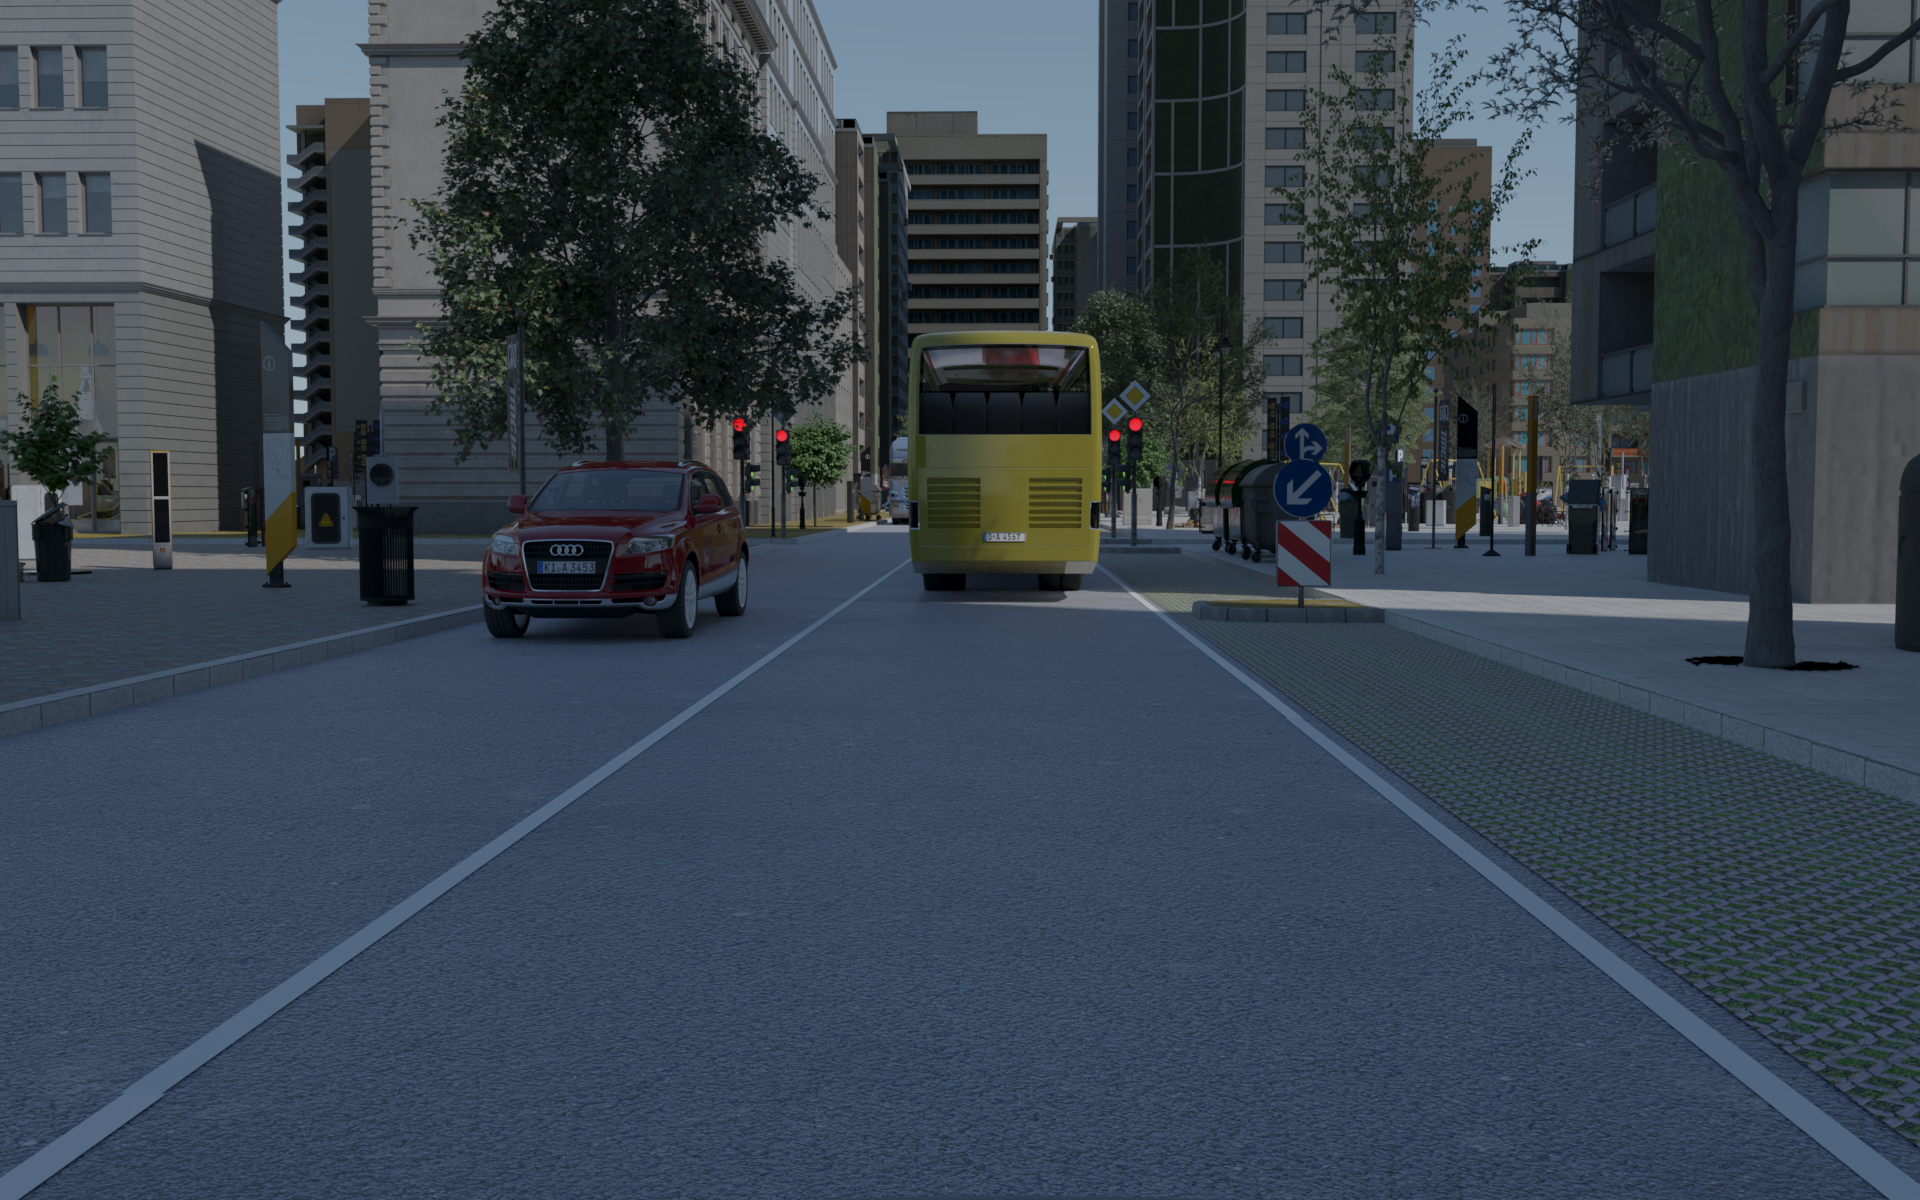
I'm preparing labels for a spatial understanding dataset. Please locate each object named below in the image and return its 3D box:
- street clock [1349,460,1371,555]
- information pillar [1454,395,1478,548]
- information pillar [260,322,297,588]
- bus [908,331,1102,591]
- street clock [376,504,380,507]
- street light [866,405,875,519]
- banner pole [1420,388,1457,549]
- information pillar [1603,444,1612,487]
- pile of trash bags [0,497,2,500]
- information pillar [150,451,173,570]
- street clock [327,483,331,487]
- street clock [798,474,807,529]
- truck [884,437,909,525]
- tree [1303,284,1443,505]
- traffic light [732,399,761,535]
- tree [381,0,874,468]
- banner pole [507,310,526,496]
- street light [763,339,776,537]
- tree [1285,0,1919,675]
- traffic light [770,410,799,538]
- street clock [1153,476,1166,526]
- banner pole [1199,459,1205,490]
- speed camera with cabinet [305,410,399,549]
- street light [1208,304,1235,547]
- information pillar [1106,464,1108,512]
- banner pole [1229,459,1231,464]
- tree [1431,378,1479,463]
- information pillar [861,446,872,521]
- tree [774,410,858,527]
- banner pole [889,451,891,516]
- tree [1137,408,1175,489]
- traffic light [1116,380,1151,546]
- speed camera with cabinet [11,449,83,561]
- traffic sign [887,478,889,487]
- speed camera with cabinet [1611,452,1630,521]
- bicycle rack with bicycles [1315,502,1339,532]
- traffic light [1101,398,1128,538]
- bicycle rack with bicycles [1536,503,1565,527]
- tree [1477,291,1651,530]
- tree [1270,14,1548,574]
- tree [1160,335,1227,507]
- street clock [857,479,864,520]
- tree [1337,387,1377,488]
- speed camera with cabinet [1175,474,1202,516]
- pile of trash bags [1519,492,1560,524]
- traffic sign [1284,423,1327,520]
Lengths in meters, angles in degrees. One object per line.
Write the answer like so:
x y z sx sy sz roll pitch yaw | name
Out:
8.417 -1.950 36.455 0.358 2.002 0.471 -2 4 -27 | street clock
11.936 -3.027 40.847 0.504 3.616 0.183 1 4 15 | information pillar
-9.303 -1.975 23.640 0.504 3.616 0.183 1 4 21 | information pillar
0.676 -2.262 28.531 2.896 3.916 12.252 0 4 1 | bus
-21.583 -3.648 64.218 0.358 2.002 0.471 0 4 -5 | street clock
-4.639 -7.144 89.599 0.468 5.910 1.993 0 4 1 | street light
11.250 -3.094 40.610 0.401 3.779 0.863 -1 4 -15 | banner pole
30.447 -5.517 81.553 0.183 3.616 0.504 -1 4 -20 | information pillar
-13.038 -0.634 20.120 3.447 1.369 1.912 -2 4 -31 | pile of trash bags
-13.564 -1.524 29.413 0.304 2.012 0.304 -2 4 -26 | information pillar
-39.705 -6.406 109.301 0.358 2.002 0.471 0 4 2 | street clock
-5.794 -3.613 63.637 0.358 2.002 0.471 0 4 7 | street clock
-1.615 -5.993 87.747 2.967 4.110 18.799 0 4 3 | truck
22.335 -10.755 93.970 7.486 12.596 7.792 0 3 0 | tree
-5.380 -3.301 42.890 0.839 4.253 0.868 0 4 1 | traffic light
-6.947 -7.203 34.775 9.611 12.733 9.660 0 3 0 | tree
-6.114 -2.073 23.913 0.401 3.779 0.863 -2 4 -32 | banner pole
-5.595 -4.828 51.725 0.468 5.910 1.993 0 4 1 | street light
5.997 -6.255 12.647 12.009 13.543 11.850 0 3 0 | tree
-5.174 -3.789 50.872 0.839 4.253 0.868 0 4 1 | traffic light
7.941 -3.940 68.981 0.358 2.002 0.471 -3 4 -39 | street clock
17.160 -8.134 123.011 0.401 3.779 0.863 -2 4 -26 | banner pole
-14.261 -2.831 40.617 2.038 3.252 0.660 -1 4 -13 | speed camera with cabinet
6.355 -4.248 42.240 0.468 5.910 1.993 0 4 1 | street light
9.491 -7.233 109.619 0.504 3.616 0.183 -1 4 -18 | information pillar
19.166 -8.064 121.861 0.401 3.779 0.863 -3 4 -36 | banner pole
32.012 -9.712 109.156 4.360 8.622 3.978 0 3 0 | tree
-4.514 -5.610 83.077 0.504 3.616 0.183 -1 4 -22 | information pillar
-5.569 -5.116 67.357 4.285 4.588 4.351 0 3 0 | tree
-4.012 -6.747 100.335 0.401 3.779 0.863 1 4 9 | banner pole
13.272 -10.434 120.962 4.360 8.622 3.978 0 3 0 | tree
4.278 -3.287 42.657 0.839 4.253 0.868 0 4 1 | traffic light
-18.061 -2.444 34.287 0.660 3.252 2.038 0 4 -6 | speed camera with cabinet
-4.261 -6.532 108.931 0.606 2.300 0.079 0 4 2 | traffic sign
31.664 -5.406 82.731 0.660 3.252 2.038 3 5 40 | speed camera with cabinet
11.166 -2.730 58.021 2.852 0.926 2.925 3 4 36 | bicycle rack with bicycles
4.484 -3.775 50.640 0.839 4.253 0.868 0 4 1 | traffic light
24.242 -3.361 68.335 2.852 0.926 2.925 -1 4 -12 | bicycle rack with bicycles
21.631 -6.834 62.097 4.360 8.622 3.978 0 3 0 | tree
6.991 -4.728 27.672 4.737 8.622 4.395 0 3 0 | tree
10.670 -7.719 76.568 4.737 8.622 4.395 0 3 0 | tree
-4.802 -4.892 84.557 0.358 2.002 0.471 -2 4 -33 | street clock
26.498 -10.015 114.105 4.360 8.622 3.978 0 3 0 | tree
13.436 -6.605 102.324 2.038 3.252 0.660 0 4 2 | speed camera with cabinet
24.528 -3.957 74.452 1.912 1.369 3.447 0 4 6 | pile of trash bags
6.215 -1.902 31.207 0.768 2.556 0.104 1 4 9 | traffic sign
